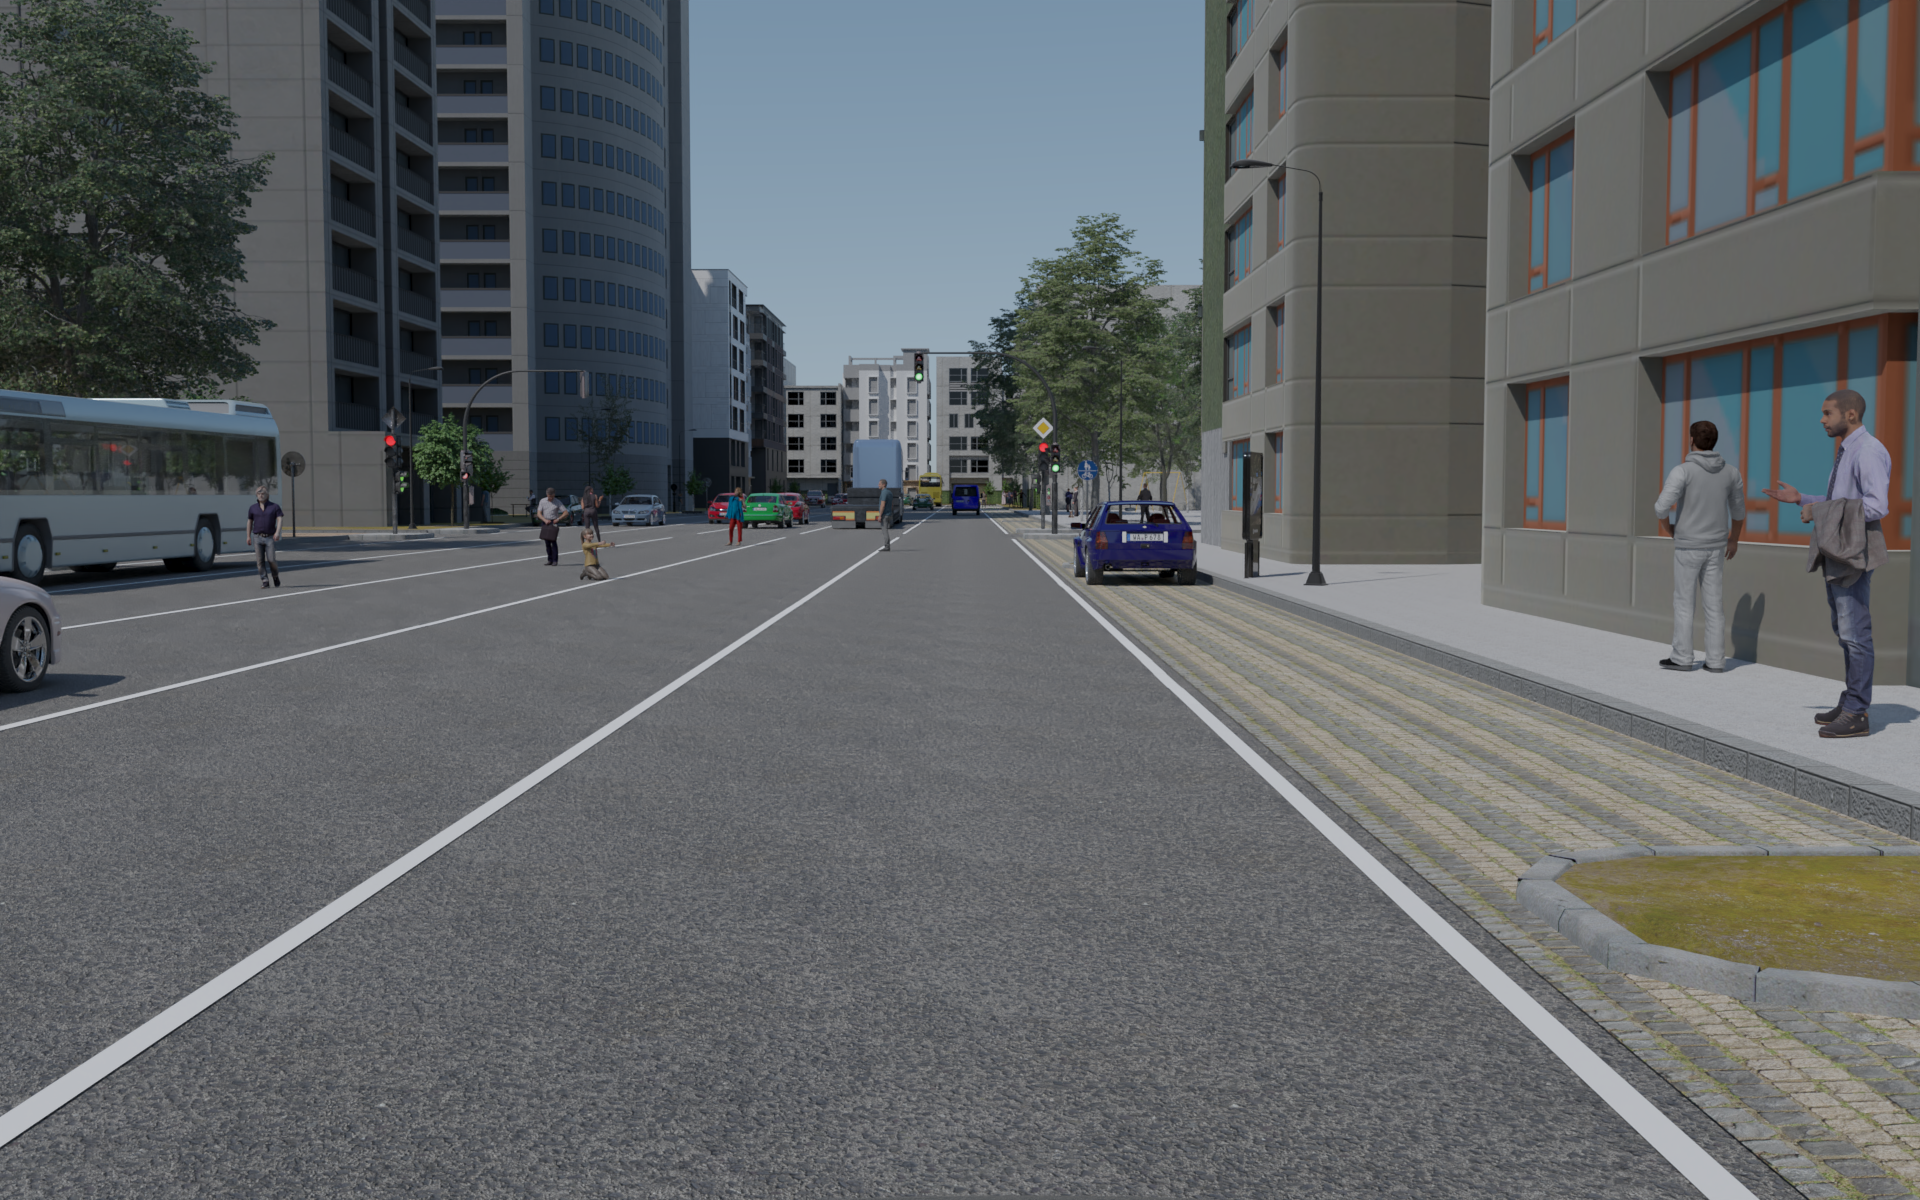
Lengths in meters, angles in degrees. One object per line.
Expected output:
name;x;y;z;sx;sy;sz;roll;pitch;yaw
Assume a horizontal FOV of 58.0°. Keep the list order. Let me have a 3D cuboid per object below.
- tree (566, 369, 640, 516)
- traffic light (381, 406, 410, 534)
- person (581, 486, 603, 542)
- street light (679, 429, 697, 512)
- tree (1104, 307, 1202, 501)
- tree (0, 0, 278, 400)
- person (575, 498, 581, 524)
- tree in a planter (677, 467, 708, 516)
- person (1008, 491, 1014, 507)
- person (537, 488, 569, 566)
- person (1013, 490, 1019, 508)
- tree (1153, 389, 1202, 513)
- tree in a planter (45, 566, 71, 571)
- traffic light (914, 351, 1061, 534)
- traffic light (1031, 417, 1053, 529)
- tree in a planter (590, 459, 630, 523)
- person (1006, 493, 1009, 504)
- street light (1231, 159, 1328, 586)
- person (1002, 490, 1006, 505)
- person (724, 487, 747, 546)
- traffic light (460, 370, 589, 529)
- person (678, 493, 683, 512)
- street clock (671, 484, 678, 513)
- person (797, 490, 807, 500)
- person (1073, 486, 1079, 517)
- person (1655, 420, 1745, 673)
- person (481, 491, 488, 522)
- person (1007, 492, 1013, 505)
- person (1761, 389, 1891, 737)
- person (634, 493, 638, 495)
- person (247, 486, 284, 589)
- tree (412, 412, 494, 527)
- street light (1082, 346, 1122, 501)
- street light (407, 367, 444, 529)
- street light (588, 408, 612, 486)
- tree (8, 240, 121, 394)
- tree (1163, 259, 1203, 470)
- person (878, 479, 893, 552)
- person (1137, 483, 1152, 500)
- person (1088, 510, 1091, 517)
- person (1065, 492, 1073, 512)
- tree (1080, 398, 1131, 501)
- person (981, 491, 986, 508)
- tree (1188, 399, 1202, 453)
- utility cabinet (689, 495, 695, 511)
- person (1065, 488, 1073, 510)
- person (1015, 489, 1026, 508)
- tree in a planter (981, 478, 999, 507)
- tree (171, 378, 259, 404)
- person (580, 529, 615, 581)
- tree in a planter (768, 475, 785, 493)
tree;-20.700;-9.253;101.656;4.360;8.622;3.978;0;3;0
traffic light;-18.111;-4.071;55.475;0.839;4.253;0.868;0;3;0
person;-9.718;-2.190;45.775;0.415;1.643;0.593;3;5;39
street light;-19.508;-9.259;123.917;1.470;5.913;1.316;0;3;0
tree;11.257;-10.300;94.161;9.928;11.665;9.643;0;3;0
tree;-21.376;-8.267;41.818;9.857;13.997;8.962;0;3;0
person;-18.410;-4.339;83.354;0.435;1.345;0.340;0;4;3
tree in a planter;-17.692;-7.209;115.092;1.991;3.239;1.994;0;3;0
person;5.146;-10.255;174.166;0.683;1.767;0.568;-1;4;-16
person;-8.122;-1.459;34.562;0.614;1.554;0.590;0;4;3
person;5.294;-9.564;163.882;0.593;1.643;0.415;-1;4;-19
tree;15.419;-10.298;118.728;4.360;8.622;3.978;0;3;0
tree in a planter;-17.880;-2.161;32.547;1.991;3.239;1.994;0;3;0
traffic light;0.918;-4.932;55.307;4.771;5.953;1.251;0;3;0
traffic light;3.028;-4.557;63.429;0.839;4.253;0.868;0;3;0
tree in a planter;-17.749;-5.561;88.149;1.991;3.239;1.994;0;3;0
person;5.949;-12.586;212.527;1.217;1.736;0.721;-3;4;-37
street light;4.465;-3.159;24.192;1.470;5.913;1.316;0;3;0
person;5.128;-11.909;201.430;0.621;1.740;0.551;2;4;33
person;-6.231;-2.318;48.101;0.444;1.614;0.593;-3;5;-42
traffic light;-16.002;-5.433;63.490;4.771;5.953;1.251;0;3;0
person;-19.589;-6.802;121.165;0.435;1.345;0.340;2;4;27
street clock;-19.791;-7.059;119.977;0.471;2.002;0.358;0;4;3
person;-14.719;-9.211;159.122;1.348;1.821;0.705;-2;4;-31
person;6.532;-5.612;98.597;0.445;1.727;0.742;-1;4;-16
person;5.352;-0.388;12.528;0.875;1.805;0.789;0;4;-5
person;-21.923;-4.499;79.735;0.434;1.807;0.598;1;4;12
person;6.196;-12.422;209.160;1.348;1.821;0.705;-1;4;-9
person;4.650;-0.209;9.326;0.599;1.838;0.709;1;4;16
person;-20.340;-6.048;108.834;0.340;1.345;0.435;-2;4;-31
person;-10.503;-0.958;26.373;0.569;1.553;0.471;2;4;28
tree;-20.240;-5.215;68.976;4.285;4.588;4.351;0;3;0
street light;4.526;-5.014;54.528;1.470;5.913;1.316;0;3;0
street light;-19.540;-5.554;63.354;1.470;5.913;1.316;0;3;0
street light;-19.508;-7.409;93.680;1.470;5.913;1.316;0;3;0
tree;-25.818;-6.050;49.288;4.737;8.622;4.395;0;3;0
tree;14.564;-10.786;83.005;9.857;13.997;8.962;0;3;0
person;-1.896;-2.120;43.292;0.434;1.807;0.598;2;4;30
person;7.872;-4.133;74.165;0.990;1.755;0.434;-2;4;-34
person;6.388;-4.578;83.443;0.613;1.512;0.480;-1;4;-19
person;7.720;-6.907;122.205;0.697;1.427;0.421;-3;4;-37
tree;9.981;-10.137;116.094;4.737;8.622;4.395;0;3;0
person;2.456;-10.509;180.860;0.617;1.759;0.750;-1;4;-10
tree;15.654;-9.516;105.942;4.737;8.622;4.395;0;3;0
utility cabinet;-19.715;-7.253;127.263;0.318;1.500;1.173;0;4;-2
person;8.613;-7.977;137.170;0.576;1.737;0.504;0;4;-7
person;5.421;-9.042;154.404;1.217;1.766;0.721;2;4;34
tree in a planter;3.352;-12.016;193.685;1.991;3.239;1.994;0;3;0
tree;-21.205;-4.002;49.154;4.285;4.588;4.351;0;3;0
person;-6.026;-0.754;28.749;0.695;0.859;0.347;3;4;36
tree in a planter;-17.579;-10.280;165.304;1.991;3.239;1.994;0;3;0
